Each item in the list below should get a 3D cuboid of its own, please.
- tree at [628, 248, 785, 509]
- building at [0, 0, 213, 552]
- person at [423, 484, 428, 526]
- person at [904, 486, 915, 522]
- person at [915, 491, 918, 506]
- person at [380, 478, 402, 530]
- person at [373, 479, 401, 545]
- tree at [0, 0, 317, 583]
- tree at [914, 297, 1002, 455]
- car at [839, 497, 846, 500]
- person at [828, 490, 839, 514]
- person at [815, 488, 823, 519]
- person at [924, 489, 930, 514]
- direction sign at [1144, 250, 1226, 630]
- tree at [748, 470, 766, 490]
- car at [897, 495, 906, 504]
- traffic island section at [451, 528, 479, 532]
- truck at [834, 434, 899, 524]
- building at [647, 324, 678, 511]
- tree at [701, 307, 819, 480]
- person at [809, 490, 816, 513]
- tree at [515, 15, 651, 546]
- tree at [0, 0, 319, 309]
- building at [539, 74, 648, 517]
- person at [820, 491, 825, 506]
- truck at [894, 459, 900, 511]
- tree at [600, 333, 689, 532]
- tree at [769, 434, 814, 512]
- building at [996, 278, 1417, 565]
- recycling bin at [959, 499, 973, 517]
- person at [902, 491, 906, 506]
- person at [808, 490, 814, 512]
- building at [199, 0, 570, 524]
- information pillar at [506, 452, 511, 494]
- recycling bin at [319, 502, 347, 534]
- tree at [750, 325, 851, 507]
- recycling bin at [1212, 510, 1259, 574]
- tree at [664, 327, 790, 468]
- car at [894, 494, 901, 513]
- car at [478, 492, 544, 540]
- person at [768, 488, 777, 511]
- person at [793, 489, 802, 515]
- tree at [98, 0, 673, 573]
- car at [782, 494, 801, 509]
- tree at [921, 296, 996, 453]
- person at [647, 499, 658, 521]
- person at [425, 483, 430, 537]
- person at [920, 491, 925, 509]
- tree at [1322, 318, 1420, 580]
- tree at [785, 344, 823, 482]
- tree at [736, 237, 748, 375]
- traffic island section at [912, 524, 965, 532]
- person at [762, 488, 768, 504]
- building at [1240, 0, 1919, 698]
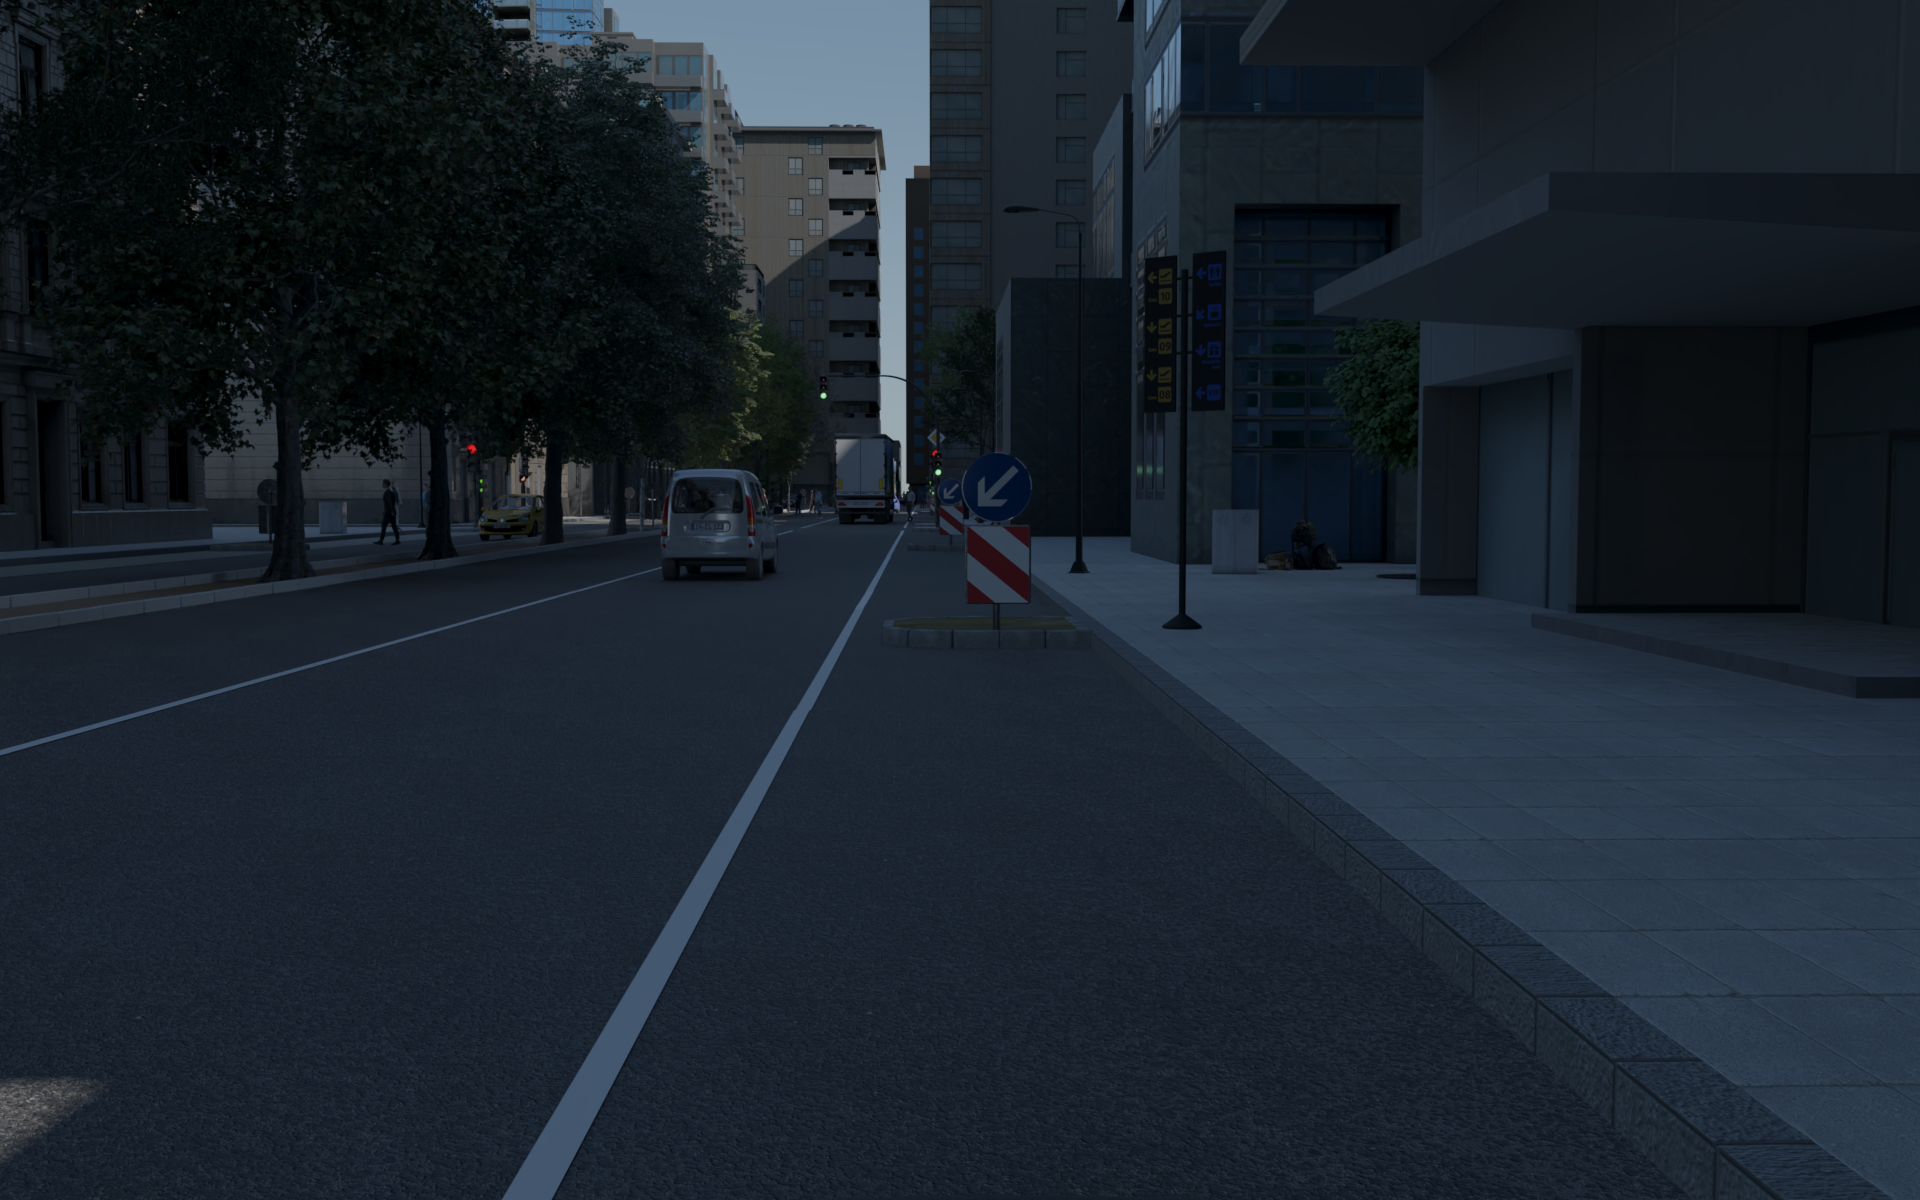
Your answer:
[{"bbox_3d":[-12.060,-9.511,76.084,7.486,12.596,7.792,0,3,0],"label":"tree"},{"bbox_3d":[-25.926,-10.720,39.899,10.561,19.102,19.286,0,4,-1],"label":"building"},{"bbox_3d":[-20.965,-3.664,68.272,0.638,1.841,0.748,-3,5,-41],"label":"person"},{"bbox_3d":[-2.634,-4.971,89.884,0.679,1.850,0.850,2,4,27],"label":"person"},{"bbox_3d":[-5.461,-12.607,214.578,0.705,1.831,1.348,1,4,12],"label":"person"},{"bbox_3d":[-20.121,-3.388,61.309,0.818,1.842,0.514,1,4,14],"label":"person"},{"bbox_3d":[-16.108,-2.470,48.655,0.755,1.850,0.659,0,4,4],"label":"person"},{"bbox_3d":[-10.885,-6.632,27.900,9.611,12.733,9.660,0,3,0],"label":"tree"},{"bbox_3d":[1.479,-10.228,92.976,9.928,11.665,9.643,0,3,0],"label":"tree"},{"bbox_3d":[-11.037,-9.686,170.941,1.945,1.354,3.894,0,4,-3],"label":"car"},{"bbox_3d":[-9.032,-7.116,124.974,0.853,1.813,0.709,1,4,23],"label":"person"},{"bbox_3d":[-8.187,-5.614,100.554,0.793,1.790,0.793,3,5,43],"label":"person"},{"bbox_3d":[-2.135,-7.074,124.434,0.678,1.792,0.850,-2,4,-32],"label":"person"},{"bbox_3d":[2.124,-1.496,16.453,0.876,3.537,0.379,3,4,39],"label":"direction sign"},{"bbox_3d":[-24.381,-13.786,209.115,4.285,4.588,4.351,0,3,0],"label":"tree"},{"bbox_3d":[-6.679,-11.984,208.517,1.945,1.354,3.894,0,4,-1],"label":"car"},{"bbox_3d":[-18.458,-2.668,65.905,2.009,0.180,2.903,0,4,-1],"label":"traffic island section"},{"bbox_3d":[-4.621,-5.943,86.087,2.839,4.237,11.283,0,3,0],"label":"truck"},{"bbox_3d":[-26.627,-16.987,126.884,9.793,20.994,18.267,0,4,-1],"label":"building"},{"bbox_3d":[-12.381,-10.190,94.814,9.928,11.665,9.643,0,3,0],"label":"tree"},{"bbox_3d":[-10.869,-7.289,128.265,0.643,1.750,0.593,1,4,12],"label":"person"},{"bbox_3d":[-11.239,-8.456,47.367,9.857,13.997,8.962,0,3,0],"label":"tree"},{"bbox_3d":[-10.576,-4.951,17.820,8.767,10.594,7.601,0,4,-1],"label":"tree"},{"bbox_3d":[-27.139,-17.717,107.689,12.078,24.808,19.932,0,4,-1],"label":"building"},{"bbox_3d":[-14.533,-10.407,179.380,1.217,1.736,0.721,-1,4,-18],"label":"person"},{"bbox_3d":[-6.379,-9.247,140.094,2.839,4.237,11.283,0,4,-1],"label":"truck"},{"bbox_3d":[-11.897,-6.840,64.653,4.360,8.622,3.978,0,3,0],"label":"tree"},{"bbox_3d":[-13.229,-11.050,133.493,4.360,8.622,3.978,0,3,0],"label":"tree"},{"bbox_3d":[12.773,-44.763,44.542,22.319,86.520,31.000,0,4,-1],"label":"building"},{"bbox_3d":[0.354,-5.249,98.382,0.722,1.027,0.722,0,4,5],"label":"recycling bin"},{"bbox_3d":[-6.828,-12.455,212.158,0.705,1.822,1.348,3,5,41],"label":"person"},{"bbox_3d":[-11.949,-8.014,139.863,0.599,1.781,0.374,3,4,38],"label":"person"},{"bbox_3d":[-27.518,-17.606,85.122,12.463,27.353,25.104,0,4,-1],"label":"building"},{"bbox_3d":[-20.299,-5.293,77.902,0.183,3.616,0.504,0,4,0],"label":"information pillar"},{"bbox_3d":[-20.267,-2.657,56.000,0.722,1.027,0.722,0,4,-7],"label":"recycling bin"},{"bbox_3d":[-12.956,-12.982,125.078,12.009,13.543,11.850,0,3,0],"label":"tree"},{"bbox_3d":[4.461,-0.947,28.032,0.722,1.027,0.722,1,4,11],"label":"recycling bin"},{"bbox_3d":[-12.435,-9.046,84.773,8.767,10.594,7.601,0,4,-1],"label":"tree"},{"bbox_3d":[-5.469,-7.483,131.937,1.945,1.707,3.694,0,4,-1],"label":"car"},{"bbox_3d":[-13.941,-2.718,54.663,2.015,1.641,3.980,0,4,1],"label":"car"},{"bbox_3d":[-12.238,-6.402,113.151,0.713,1.824,0.794,0,4,-1],"label":"person"},{"bbox_3d":[-11.268,-6.854,120.751,0.721,1.800,0.419,3,5,44],"label":"person"},{"bbox_3d":[-11.369,-7.224,37.585,9.611,12.733,9.660,0,3,0],"label":"tree"},{"bbox_3d":[-16.382,-9.655,167.639,2.009,1.686,4.222,0,4,-2],"label":"car"},{"bbox_3d":[1.607,-9.058,82.507,7.601,10.594,8.767,0,4,-7],"label":"tree"},{"bbox_3d":[-16.582,-5.161,93.240,0.624,1.780,0.694,2,4,32],"label":"person"},{"bbox_3d":[-17.294,-2.951,56.927,0.590,1.801,0.661,0,4,2],"label":"person"},{"bbox_3d":[-3.656,-9.737,168.617,0.541,1.710,0.530,0,4,-2],"label":"person"},{"bbox_3d":[7.198,-2.616,26.486,4.285,4.588,4.351,0,3,0],"label":"tree"},{"bbox_3d":[-12.893,-11.908,115.277,7.486,12.596,7.792,0,3,0],"label":"tree"},{"bbox_3d":[-11.415,-9.064,57.303,9.857,13.997,8.962,0,3,0],"label":"tree"},{"bbox_3d":[-0.821,-2.691,66.272,2.009,0.180,2.903,0,4,-1],"label":"traffic island section"},{"bbox_3d":[-9.480,-4.508,83.217,0.522,1.701,0.512,0,4,1],"label":"person"},{"bbox_3d":[17.140,-25.642,8.478,28.713,52.752,27.495,0,4,-1],"label":"building"}]
